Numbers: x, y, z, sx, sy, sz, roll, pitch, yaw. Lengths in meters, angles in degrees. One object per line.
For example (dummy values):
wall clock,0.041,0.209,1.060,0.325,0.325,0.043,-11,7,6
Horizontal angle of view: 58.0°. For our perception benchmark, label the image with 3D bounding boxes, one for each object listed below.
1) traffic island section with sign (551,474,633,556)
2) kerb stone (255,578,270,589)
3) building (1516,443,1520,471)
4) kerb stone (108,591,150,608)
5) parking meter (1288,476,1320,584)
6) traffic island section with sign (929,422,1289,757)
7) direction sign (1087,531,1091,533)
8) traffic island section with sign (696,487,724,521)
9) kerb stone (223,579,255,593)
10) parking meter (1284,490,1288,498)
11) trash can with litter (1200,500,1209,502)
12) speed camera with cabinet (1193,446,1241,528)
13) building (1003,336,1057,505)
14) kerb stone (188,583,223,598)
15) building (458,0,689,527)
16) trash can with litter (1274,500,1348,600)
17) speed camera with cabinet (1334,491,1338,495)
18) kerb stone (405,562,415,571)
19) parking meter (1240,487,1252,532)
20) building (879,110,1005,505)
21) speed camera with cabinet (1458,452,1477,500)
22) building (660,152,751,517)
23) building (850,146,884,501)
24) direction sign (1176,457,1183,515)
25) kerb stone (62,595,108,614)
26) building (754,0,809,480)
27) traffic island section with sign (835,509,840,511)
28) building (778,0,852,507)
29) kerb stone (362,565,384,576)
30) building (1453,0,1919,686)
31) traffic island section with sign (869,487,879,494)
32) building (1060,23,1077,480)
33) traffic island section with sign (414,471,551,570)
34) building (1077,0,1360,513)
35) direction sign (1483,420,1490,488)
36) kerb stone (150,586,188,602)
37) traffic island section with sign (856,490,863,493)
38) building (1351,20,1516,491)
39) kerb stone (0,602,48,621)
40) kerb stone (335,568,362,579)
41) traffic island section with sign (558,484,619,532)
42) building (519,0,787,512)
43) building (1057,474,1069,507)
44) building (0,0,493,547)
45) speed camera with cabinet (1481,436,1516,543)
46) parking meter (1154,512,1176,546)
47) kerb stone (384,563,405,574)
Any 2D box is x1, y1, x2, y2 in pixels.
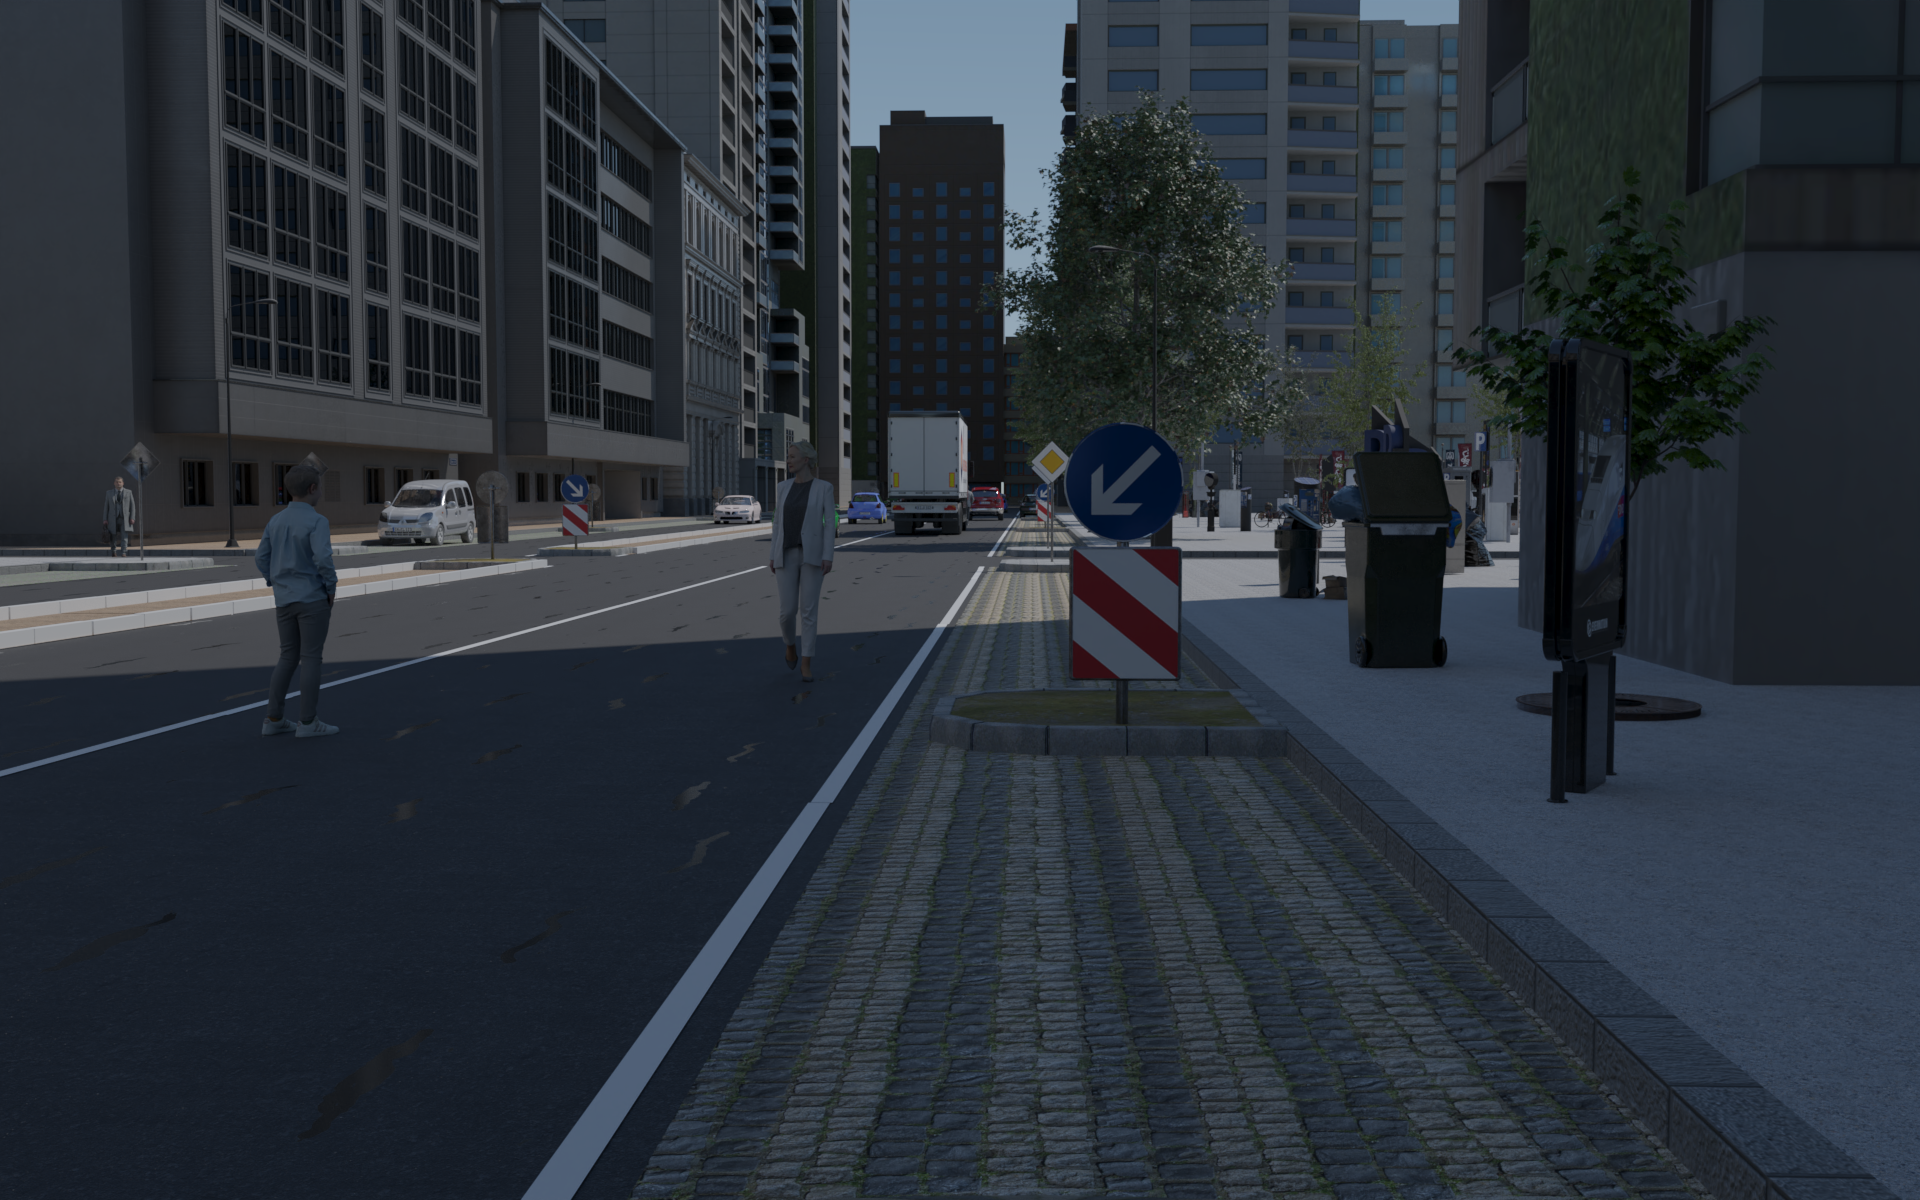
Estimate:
traffic island section with sign,-8.898,-1.999,40.814,2.006,1.907,1.989,0,4,2
kerb stone,-10.568,-0.251,26.298,0.120,0.150,1.000,0,4,2
building,68.290,-45.258,178.213,20.611,71.187,20.563,0,4,2
kerb stone,-10.736,0.002,22.204,0.120,0.150,1.000,0,4,2
parking meter,4.965,-1.003,24.814,0.372,1.533,0.369,0,3,0
traffic island section with sign,0.832,-0.106,10.354,1.989,1.847,2.006,0,4,2
direction sign,4.429,-4.017,57.673,0.379,3.537,0.876,-1,4,-20
traffic island section with sign,-13.014,-5.165,93.082,1.989,1.847,2.006,0,4,2
kerb stone,-10.615,-0.188,25.269,0.120,0.150,1.000,0,4,2
parking meter,20.399,-6.103,108.202,0.372,1.533,0.369,0,3,0
trash can with litter,14.291,-5.557,102.242,0.624,1.170,1.055,2,4,24
speed camera with cabinet,10.033,-4.423,66.644,2.038,3.252,0.660,2,4,27
building,20.024,-22.494,212.809,28.899,21.520,27.650,0,4,2
kerb stone,-10.651,-0.126,24.248,0.120,0.150,1.000,0,4,2
building,-22.653,-16.036,81.251,14.314,24.678,30.058,0,4,2
trash can with litter,4.411,-0.609,21.338,1.055,1.170,0.624,2,4,29
speed camera with cabinet,21.390,-6.224,96.106,2.038,3.252,0.660,1,4,16
kerb stone,-10.315,-0.626,32.450,0.120,0.150,1.000,0,4,2
parking meter,9.810,-3.120,59.422,0.372,1.533,0.369,0,3,0
building,-1.824,-33.958,205.329,14.200,45.320,14.600,0,4,2
speed camera with cabinet,24.196,-5.362,82.012,2.038,3.252,0.660,-1,4,-8
building,-19.921,-16.977,106.458,11.050,23.489,19.941,0,4,2
building,-16.164,-31.982,206.499,14.086,41.232,14.154,0,4,2
direction sign,13.025,-6.902,104.843,0.876,3.537,0.379,1,4,13
kerb stone,-10.779,0.063,21.183,0.120,0.150,1.000,0,4,2
building,-24.455,-51.286,151.201,22.319,86.520,31.000,0,4,2
traffic island section with sign,-10.955,-8.227,143.133,1.989,1.847,2.006,0,4,2
building,-25.893,-39.142,181.971,28.212,58.520,21.231,0,4,2
kerb stone,-10.395,-0.494,30.387,0.120,0.150,1.000,0,4,2
building,12.481,-20.386,16.911,14.154,41.232,14.086,0,4,2
traffic island section with sign,-5.798,-6.590,115.889,2.006,1.907,1.989,0,4,2
building,20.449,-30.975,161.071,22.147,44.769,28.867,0,4,2
traffic island section with sign,-9.214,-1.546,33.413,2.006,1.907,1.989,0,4,2
building,19.404,-36.088,132.035,21.231,58.520,28.212,0,4,2
direction sign,16.142,-3.742,53.171,0.379,3.537,0.876,0,4,6
kerb stone,-10.691,-0.063,23.227,0.120,0.150,1.000,0,4,2
traffic island section with sign,-9.828,-9.874,170.064,1.989,1.847,2.006,0,4,2
building,41.913,-34.175,178.371,30.456,49.044,23.786,0,4,2
kerb stone,-10.819,0.124,20.162,0.120,0.150,1.000,0,4,2
kerb stone,-10.444,-0.439,29.365,0.120,0.150,1.000,0,4,2
traffic island section with sign,-14.132,-3.518,66.150,1.989,1.847,2.006,0,4,2
building,-23.616,-42.055,125.855,20.563,71.187,20.611,0,4,2
building,17.330,-25.208,183.859,14.160,30.474,14.107,0,4,2
building,-25.019,-15.896,53.414,14.314,27.812,24.014,0,4,2
speed camera with cabinet,14.442,-3.192,46.519,0.660,3.252,2.038,1,4,9
parking meter,2.917,-1.171,24.853,0.255,1.863,0.399,0,4,4
kerb stone,-10.350,-0.564,31.413,0.120,0.150,1.000,0,4,2
